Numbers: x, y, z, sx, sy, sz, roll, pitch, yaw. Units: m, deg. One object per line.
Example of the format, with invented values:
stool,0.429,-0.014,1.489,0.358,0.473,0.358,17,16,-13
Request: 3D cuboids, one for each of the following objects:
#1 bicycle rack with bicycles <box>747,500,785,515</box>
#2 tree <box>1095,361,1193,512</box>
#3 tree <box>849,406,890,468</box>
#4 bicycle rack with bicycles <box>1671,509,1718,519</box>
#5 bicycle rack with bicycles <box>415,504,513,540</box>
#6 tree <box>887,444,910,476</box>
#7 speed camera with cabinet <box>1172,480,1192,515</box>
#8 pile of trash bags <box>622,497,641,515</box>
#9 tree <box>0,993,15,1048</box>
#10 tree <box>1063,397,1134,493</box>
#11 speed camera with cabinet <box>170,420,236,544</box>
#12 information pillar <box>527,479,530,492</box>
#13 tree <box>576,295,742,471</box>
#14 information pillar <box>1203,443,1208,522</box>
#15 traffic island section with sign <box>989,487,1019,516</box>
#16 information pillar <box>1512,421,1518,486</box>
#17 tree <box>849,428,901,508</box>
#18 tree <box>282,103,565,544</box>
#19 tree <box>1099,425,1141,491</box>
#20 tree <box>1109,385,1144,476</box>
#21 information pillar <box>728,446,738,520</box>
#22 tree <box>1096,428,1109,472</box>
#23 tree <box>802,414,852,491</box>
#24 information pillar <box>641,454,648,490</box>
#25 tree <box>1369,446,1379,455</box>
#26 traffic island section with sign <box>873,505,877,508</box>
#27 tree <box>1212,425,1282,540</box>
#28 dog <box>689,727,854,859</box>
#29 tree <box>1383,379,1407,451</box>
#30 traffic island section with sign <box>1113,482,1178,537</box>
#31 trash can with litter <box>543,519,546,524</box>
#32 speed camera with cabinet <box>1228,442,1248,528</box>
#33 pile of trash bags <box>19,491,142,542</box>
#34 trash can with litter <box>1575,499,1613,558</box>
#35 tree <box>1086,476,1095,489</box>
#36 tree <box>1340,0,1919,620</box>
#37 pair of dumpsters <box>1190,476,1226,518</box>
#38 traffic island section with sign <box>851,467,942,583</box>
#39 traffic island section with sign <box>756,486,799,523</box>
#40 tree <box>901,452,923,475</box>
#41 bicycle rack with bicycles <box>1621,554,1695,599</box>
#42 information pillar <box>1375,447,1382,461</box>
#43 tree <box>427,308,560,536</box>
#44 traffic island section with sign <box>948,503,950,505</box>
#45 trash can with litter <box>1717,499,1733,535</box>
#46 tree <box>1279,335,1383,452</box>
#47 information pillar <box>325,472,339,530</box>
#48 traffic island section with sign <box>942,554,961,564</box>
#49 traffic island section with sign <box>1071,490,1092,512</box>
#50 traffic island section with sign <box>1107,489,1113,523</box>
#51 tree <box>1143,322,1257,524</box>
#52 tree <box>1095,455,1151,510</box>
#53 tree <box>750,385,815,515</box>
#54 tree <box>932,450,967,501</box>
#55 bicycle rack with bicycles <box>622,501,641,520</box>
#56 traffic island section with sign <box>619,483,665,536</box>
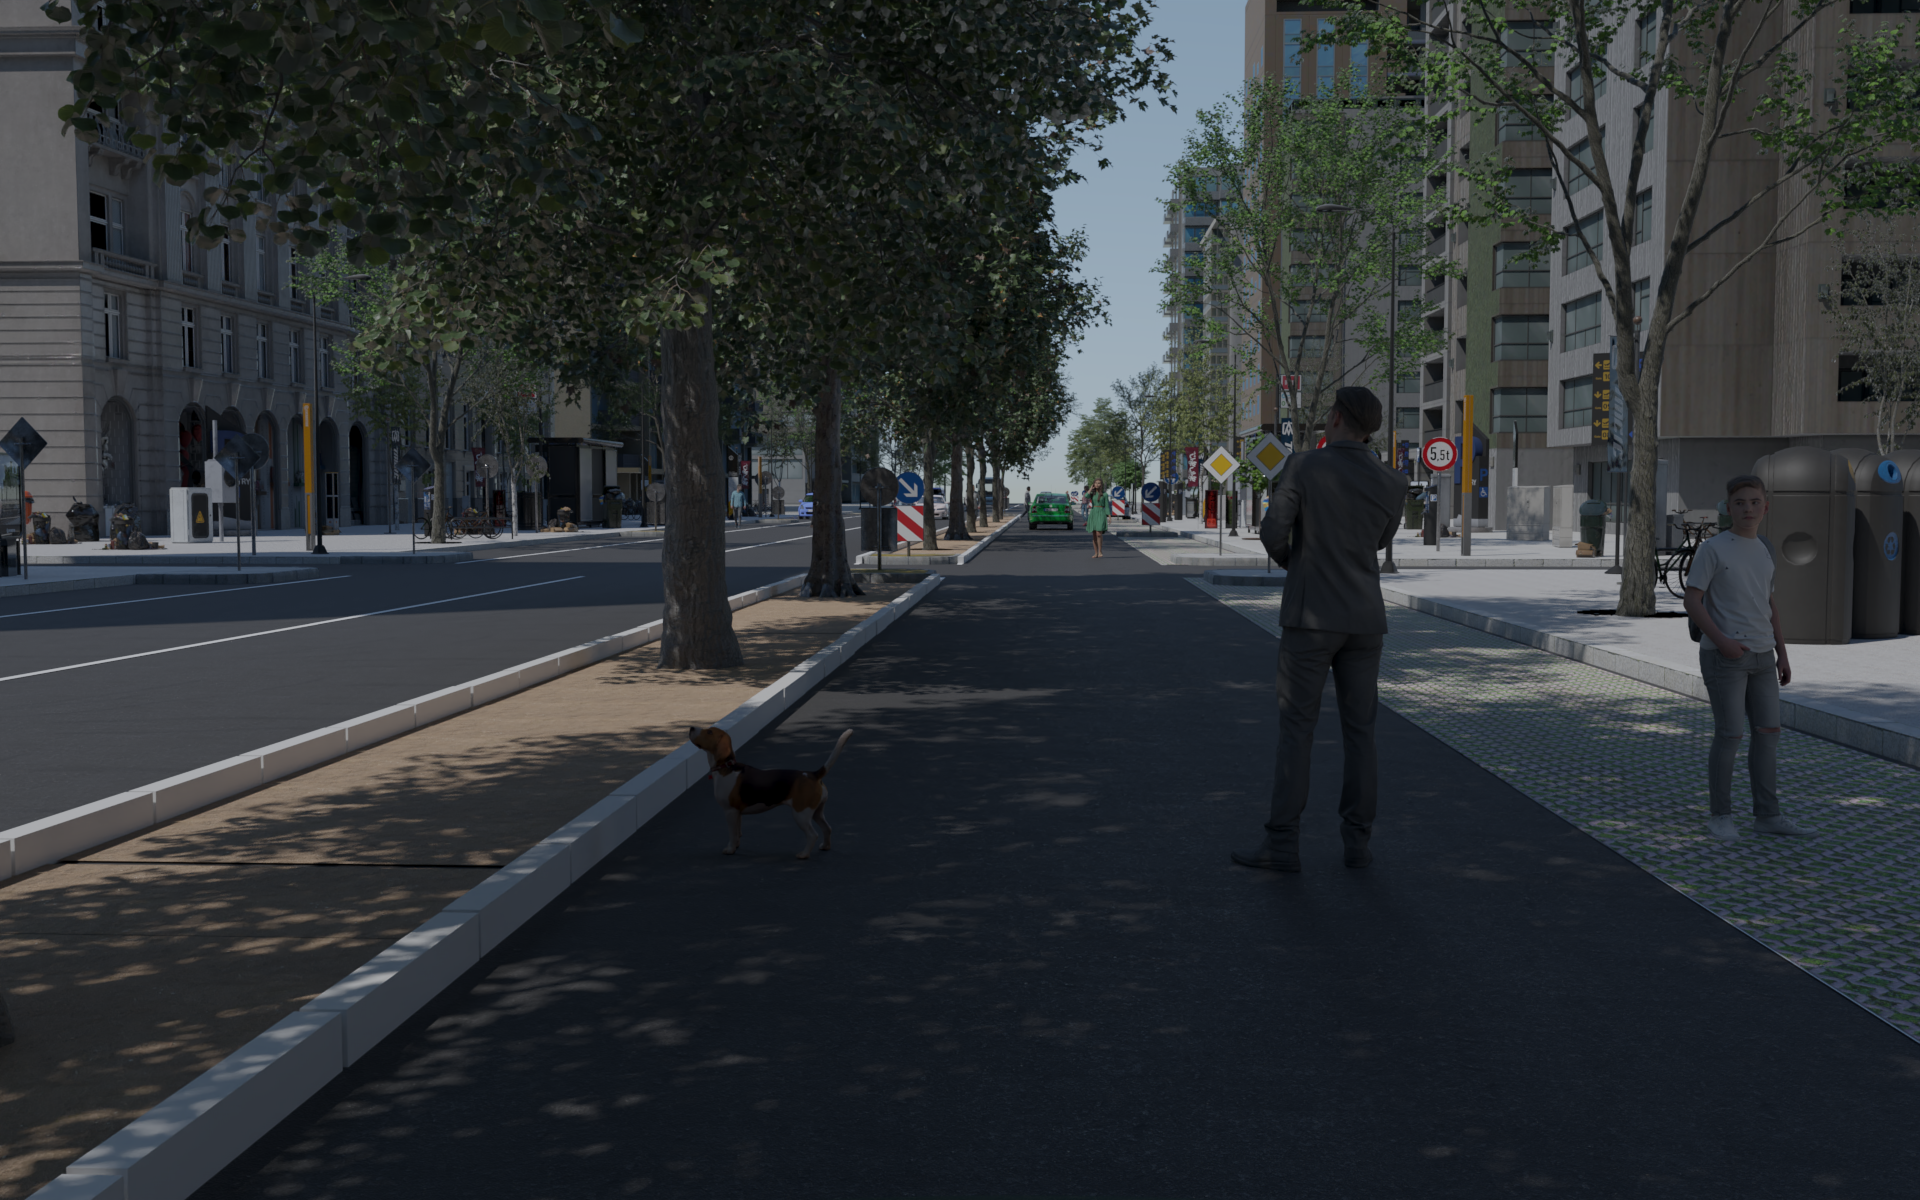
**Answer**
bicycle rack with bicycles,-12.262,-5.795,108.130,2.925,0.926,2.852,-2,4,-23
tree,13.028,-11.389,120.630,7.601,10.594,8.767,-1,4,-22
tree,-6.810,-16.732,183.930,12.009,13.543,11.850,0,3,0
bicycle rack with bicycles,16.877,-1.648,40.322,2.852,0.926,2.925,-2,4,-32
bicycle rack with bicycles,-14.143,-2.202,49.388,2.925,0.926,2.852,-2,4,-34
tree,-5.267,-16.925,211.132,8.767,10.594,7.601,-3,5,-41
speed camera with cabinet,13.603,-6.773,105.069,0.660,3.252,2.038,-3,4,-38
pile of trash bags,-20.201,-5.934,106.779,1.912,1.369,3.447,1,4,22
tree,-2.804,-5.798,3.908,9.857,13.997,8.962,0,3,0
tree,17.026,-17.408,202.747,7.486,12.596,7.792,0,3,0
speed camera with cabinet,-19.967,-3.147,45.790,0.660,3.252,2.038,1,4,15
information pillar,-21.114,-4.939,85.236,0.304,2.012,0.304,-2,4,-35
tree,-12.822,-8.610,75.184,7.601,10.594,8.767,2,4,34
information pillar,11.134,-5.330,78.503,0.183,3.616,0.504,-1,4,-9
traffic island section with sign,2.845,-6.298,111.110,2.006,1.907,1.989,0,4,3
information pillar,17.694,-3.906,55.217,0.183,3.616,0.504,1,4,9
tree,-7.953,-12.303,151.514,4.360,8.622,3.978,0,3,0
tree,-13.400,-7.255,44.371,9.928,11.665,9.643,0,3,0
tree,15.690,-13.481,170.784,4.360,8.622,3.978,0,3,0
tree,11.921,-9.096,99.079,4.737,8.622,4.395,0,3,0
information pillar,-11.161,-5.741,85.212,0.504,3.616,0.183,0,4,5
tree,14.181,-12.344,152.194,4.737,8.622,4.395,0,3,0
tree,-9.884,-10.883,128.292,4.737,8.622,4.395,0,3,0
information pillar,-18.587,-6.778,102.177,0.504,3.616,0.183,1,4,21
tree,14.670,-4.184,63.002,1.663,3.219,1.824,0,3,0
traffic island section with sign,-6.550,-7.826,136.578,1.989,1.847,2.006,0,4,3
tree,8.282,-3.296,48.495,1.663,3.219,1.824,0,3,0
dog,-0.754,0.758,6.890,0.540,0.507,0.406,-2,4,-33
tree,25.095,-9.559,106.657,4.360,8.622,3.978,0,3,0
traffic island section with sign,6.254,-3.028,58.130,1.989,1.847,2.006,0,4,3
trash can with litter,-18.273,-3.935,75.400,1.678,1.210,2.233,-1,4,-9
speed camera with cabinet,10.942,-4.388,66.077,0.660,3.252,2.038,3,4,38
pile of trash bags,-23.966,-2.281,47.047,3.447,1.369,1.912,-1,4,-12
trash can with litter,12.853,-1.454,35.156,0.624,1.170,1.055,2,4,29
tree,18.279,-14.760,225.039,4.285,4.588,4.351,0,3,0
tree,7.056,-5.626,17.733,9.928,11.665,9.643,0,3,0
pair of dumpsters,13.352,-5.553,93.282,1.574,2.255,4.437,0,4,3
traffic island section with sign,-1.401,-1.256,28.673,2.006,1.907,1.989,0,4,3
traffic island section with sign,-9.113,-4.778,86.756,1.989,1.847,2.006,0,4,3
tree,-5.931,-15.267,199.971,4.360,8.622,3.978,0,3,0
bicycle rack with bicycles,9.382,-0.458,20.863,2.925,0.926,2.852,0,4,-7
information pillar,20.638,-5.761,85.547,0.183,3.616,0.504,-1,4,-17
tree,-13.709,-6.251,52.561,4.360,8.622,3.978,0,3,0
traffic island section with sign,-0.922,-14.513,245.911,1.989,1.847,2.006,0,4,3
trash can with litter,15.846,-1.472,35.449,0.624,1.170,1.055,1,4,16
tree,16.919,-7.991,81.019,4.360,8.622,3.978,0,3,0
information pillar,-21.166,-3.296,58.385,0.304,2.012,0.304,1,4,12
traffic island section with sign,-1.010,-1.708,36.070,2.006,1.907,1.989,0,4,3
traffic island section with sign,11.658,-9.438,162.938,1.989,1.847,2.006,0,4,3
traffic island section with sign,7.647,-4.683,85.194,1.989,1.847,2.006,0,4,3
tree,10.364,-7.544,73.706,4.737,8.622,4.395,0,3,0
tree,14.082,-9.724,142.706,4.285,4.588,4.351,0,3,0
tree,-10.963,-9.489,105.500,4.360,8.622,3.978,0,3,0
tree,-2.233,-21.278,266.017,7.486,12.596,7.792,0,3,0
bicycle rack with bicycles,-16.734,-4.375,84.906,2.925,0.926,2.852,3,5,41
traffic island section with sign,-10.521,-3.113,59.522,1.989,1.847,2.006,0,4,3
